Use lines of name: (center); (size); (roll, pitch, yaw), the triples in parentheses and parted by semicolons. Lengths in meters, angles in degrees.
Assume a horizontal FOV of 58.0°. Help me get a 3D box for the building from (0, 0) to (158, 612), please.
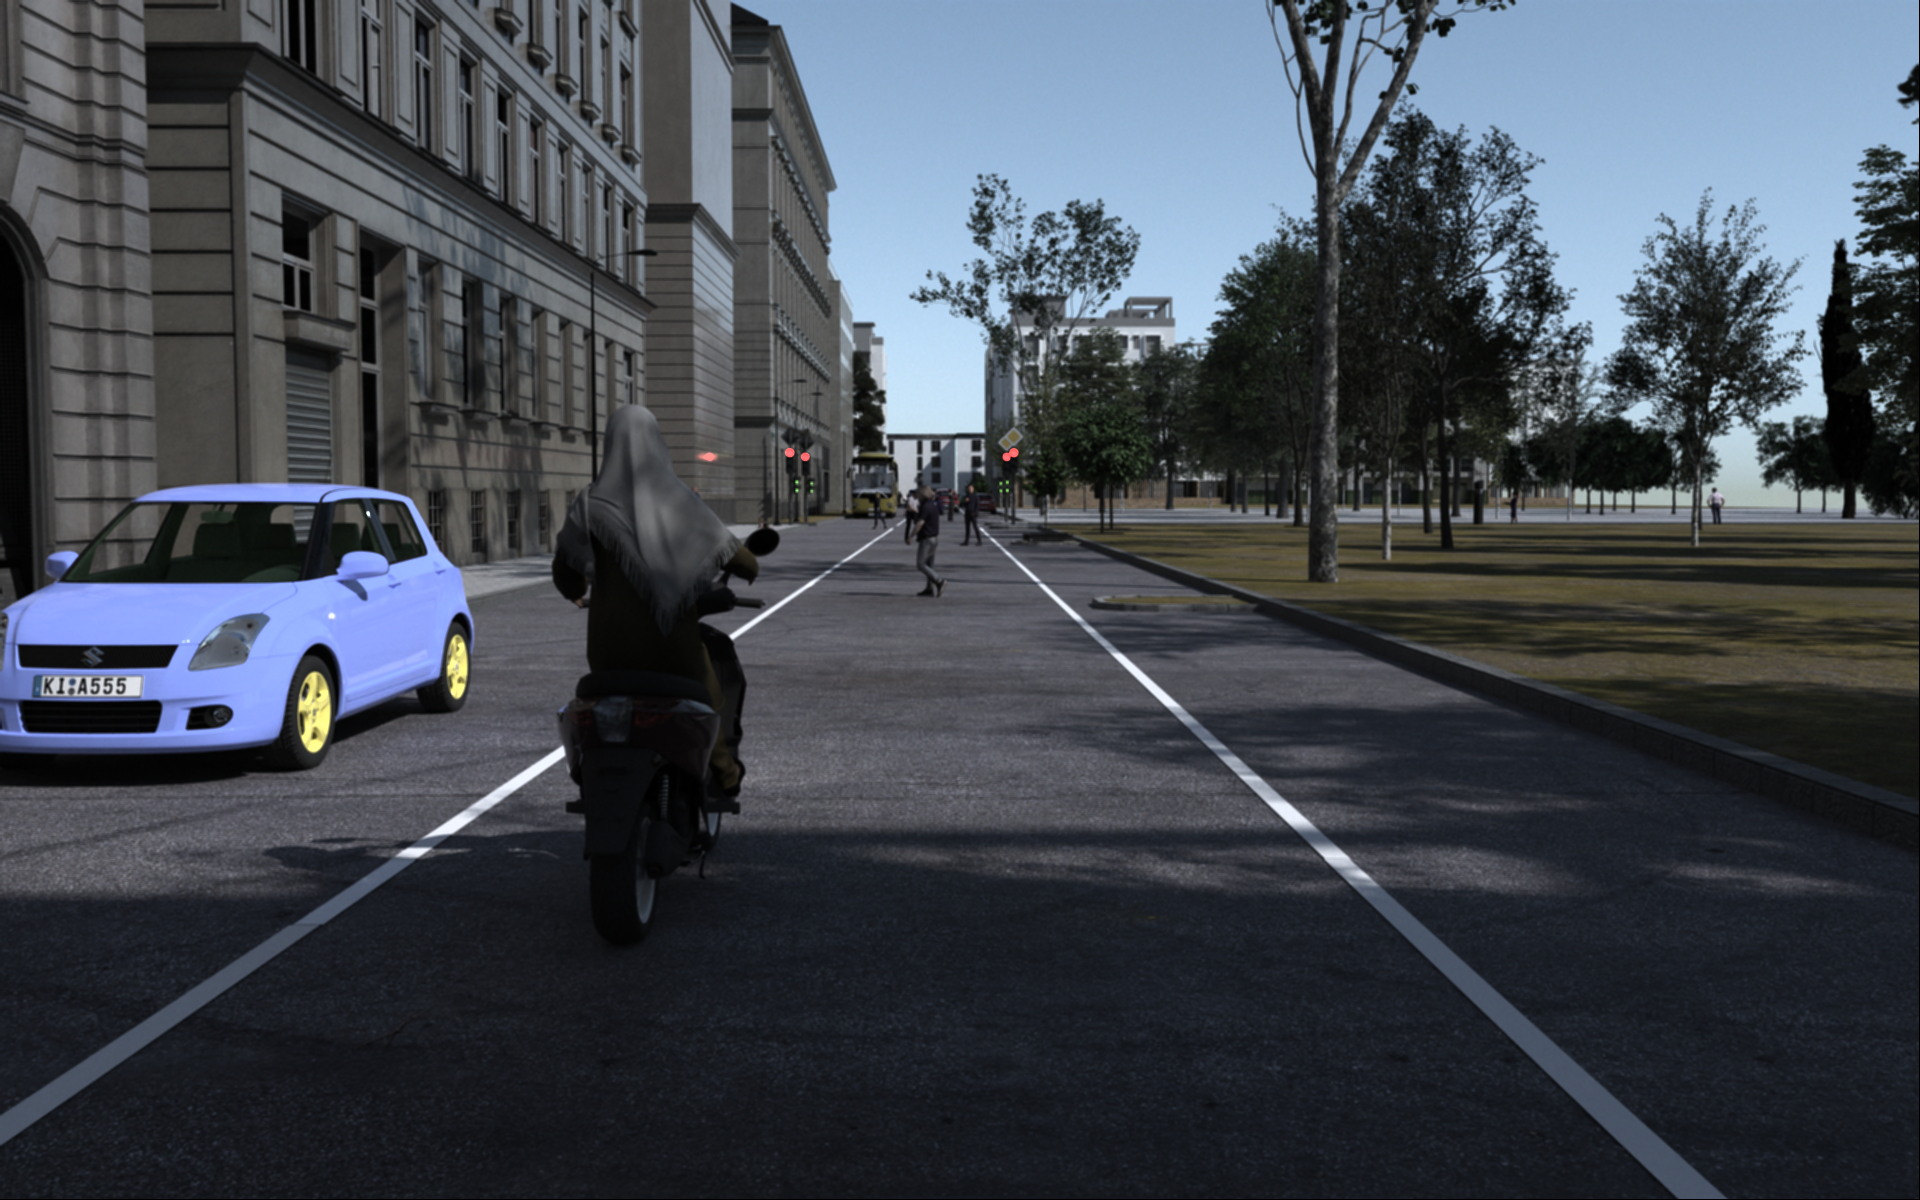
building: (-15.021, -10.156, 7.848); (13.314, 21.916, 24.055); (0, 4, -1)

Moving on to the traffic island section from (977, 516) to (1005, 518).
traffic island section: (1.923, -5.018, 104.903); (1.991, 0.108, 1.994); (0, 4, -1)

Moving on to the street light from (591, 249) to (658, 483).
street light: (-6.435, -3.697, 32.994); (1.470, 5.913, 1.316); (0, 4, -1)

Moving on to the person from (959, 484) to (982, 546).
person: (0.300, -2.354, 47.901); (0.530, 1.710, 0.541); (-3, 5, -40)

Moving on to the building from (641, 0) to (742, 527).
building: (-21.248, -16.348, 64.554); (25.104, 27.353, 12.463); (0, 4, -1)

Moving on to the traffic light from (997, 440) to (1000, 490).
traffic light: (2.117, -5.520, 79.492); (0.839, 4.213, 0.868); (0, 4, -1)

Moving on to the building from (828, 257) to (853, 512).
building: (-13.781, -16.953, 131.930); (10.420, 20.320, 16.860); (0, 4, -1)

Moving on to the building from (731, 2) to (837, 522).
building: (-16.830, -19.841, 100.816); (17.030, 29.872, 44.131); (0, 4, -1)

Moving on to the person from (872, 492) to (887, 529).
person: (-3.325, -3.693, 71.424); (0.613, 1.512, 0.480); (0, 4, -4)

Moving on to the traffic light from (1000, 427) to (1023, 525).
traffic light: (2.193, -5.031, 71.507); (0.839, 4.213, 0.868); (0, 4, -1)

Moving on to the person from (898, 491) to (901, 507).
person: (-6.815, -11.211, 192.592); (0.721, 1.735, 1.217); (-3, 4, -37)

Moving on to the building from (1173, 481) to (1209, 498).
building: (41.661, -18.470, 244.136); (28.070, 9.664, 9.099); (0, 4, -1)

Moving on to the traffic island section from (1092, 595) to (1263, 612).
traffic island section: (2.703, 0.050, 22.057); (1.991, 0.108, 1.994); (0, 4, -1)

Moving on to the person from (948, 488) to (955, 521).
person: (-0.411, -5.044, 91.768); (0.445, 1.727, 0.742); (-1, 4, -18)

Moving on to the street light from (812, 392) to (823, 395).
street light: (-6.957, -6.528, 79.280); (1.470, 5.913, 1.316); (0, 4, -1)

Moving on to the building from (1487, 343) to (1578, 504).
building: (71.164, -22.425, 223.068); (11.380, 20.091, 16.016); (0, 4, -1)

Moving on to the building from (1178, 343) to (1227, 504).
building: (27.735, -22.440, 223.319); (11.380, 20.091, 16.016); (0, 4, -1)

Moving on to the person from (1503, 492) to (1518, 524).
person: (23.479, -3.848, 73.778); (0.546, 1.535, 0.453); (-1, 4, -12)

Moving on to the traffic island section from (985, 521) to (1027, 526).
traffic island section: (2.157, -3.506, 79.605); (2.009, 0.180, 2.903); (0, 4, -1)

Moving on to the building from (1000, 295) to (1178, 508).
building: (12.366, -19.199, 170.327); (16.016, 20.091, 11.380); (0, 4, -1)

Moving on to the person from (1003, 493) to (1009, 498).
person: (4.217, -9.322, 159.180); (0.721, 1.743, 1.217); (2, 4, 25)

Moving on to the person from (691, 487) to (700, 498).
person: (-8.297, -2.771, 54.038); (0.600, 1.496, 0.574); (0, 4, 7)

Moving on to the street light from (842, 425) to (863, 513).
street light: (-7.233, -8.796, 116.361); (1.470, 5.913, 1.316); (0, 4, -1)

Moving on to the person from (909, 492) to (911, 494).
person: (-6.082, -12.564, 214.739); (0.721, 1.723, 1.217); (0, 4, 3)

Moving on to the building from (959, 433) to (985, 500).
building: (13.494, -18.428, 243.442); (28.070, 9.664, 9.099); (0, 4, -1)

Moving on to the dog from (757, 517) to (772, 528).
dog: (-7.294, -2.884, 64.886); (0.748, 0.427, 0.550); (-1, 4, -12)

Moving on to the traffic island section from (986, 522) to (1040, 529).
traffic island section: (2.233, -3.018, 71.620); (2.009, 0.180, 2.903); (0, 4, -1)

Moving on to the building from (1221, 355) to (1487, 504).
building: (49.729, -21.823, 223.257); (31.486, 18.905, 16.747); (0, 4, -1)

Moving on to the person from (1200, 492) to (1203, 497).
person: (32.967, -13.841, 235.516); (0.721, 1.735, 1.217); (3, 4, 38)

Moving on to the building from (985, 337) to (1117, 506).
building: (11.675, -20.618, 203.567); (16.747, 18.905, 31.486); (0, 4, -1)

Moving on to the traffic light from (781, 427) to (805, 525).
traffic light: (-6.968, -5.025, 71.405); (0.839, 4.213, 0.868); (0, 4, -1)

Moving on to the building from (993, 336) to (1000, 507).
building: (11.511, -19.921, 182.134); (16.016, 20.091, 11.380); (0, 4, -1)

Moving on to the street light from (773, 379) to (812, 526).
street light: (-6.889, -5.976, 70.246); (1.470, 5.913, 1.316); (0, 4, -1)

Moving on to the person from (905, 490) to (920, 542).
person: (-1.330, -2.473, 51.154); (0.590, 1.554, 0.614); (3, 4, 36)

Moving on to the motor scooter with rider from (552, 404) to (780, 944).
motor scooter with rider: (-1.035, 0.174, 6.121); (0.876, 1.779, 1.986); (0, 4, 1)

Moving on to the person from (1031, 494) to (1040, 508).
person: (7.354, -9.603, 163.068); (1.348, 1.822, 0.705); (1, 4, 11)

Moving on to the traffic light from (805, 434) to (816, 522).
traffic light: (-7.044, -5.513, 79.389); (0.839, 4.213, 0.868); (0, 4, -1)

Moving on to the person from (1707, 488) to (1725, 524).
person: (32.705, -4.011, 75.022); (0.756, 1.711, 0.436); (0, 4, 6)

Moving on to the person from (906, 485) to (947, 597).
person: (-0.445, -0.822, 24.143); (0.569, 1.553, 0.471); (-2, 4, -35)

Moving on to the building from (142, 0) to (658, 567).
building: (-16.079, -12.326, 34.814); (16.112, 22.955, 30.059); (0, 4, -1)

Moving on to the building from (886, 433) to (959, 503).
building: (-14.573, -18.401, 242.995); (28.070, 9.664, 9.099); (0, 4, -1)

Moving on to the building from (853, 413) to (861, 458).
building: (-13.685, -13.877, 169.030); (9.099, 9.664, 28.070); (0, 4, -1)

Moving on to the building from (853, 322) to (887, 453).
building: (-15.970, -20.303, 188.378); (16.016, 20.091, 11.380); (0, 4, -1)

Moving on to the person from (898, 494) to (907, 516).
person: (-3.604, -6.193, 112.950); (0.799, 1.438, 0.628); (-1, 4, -11)
